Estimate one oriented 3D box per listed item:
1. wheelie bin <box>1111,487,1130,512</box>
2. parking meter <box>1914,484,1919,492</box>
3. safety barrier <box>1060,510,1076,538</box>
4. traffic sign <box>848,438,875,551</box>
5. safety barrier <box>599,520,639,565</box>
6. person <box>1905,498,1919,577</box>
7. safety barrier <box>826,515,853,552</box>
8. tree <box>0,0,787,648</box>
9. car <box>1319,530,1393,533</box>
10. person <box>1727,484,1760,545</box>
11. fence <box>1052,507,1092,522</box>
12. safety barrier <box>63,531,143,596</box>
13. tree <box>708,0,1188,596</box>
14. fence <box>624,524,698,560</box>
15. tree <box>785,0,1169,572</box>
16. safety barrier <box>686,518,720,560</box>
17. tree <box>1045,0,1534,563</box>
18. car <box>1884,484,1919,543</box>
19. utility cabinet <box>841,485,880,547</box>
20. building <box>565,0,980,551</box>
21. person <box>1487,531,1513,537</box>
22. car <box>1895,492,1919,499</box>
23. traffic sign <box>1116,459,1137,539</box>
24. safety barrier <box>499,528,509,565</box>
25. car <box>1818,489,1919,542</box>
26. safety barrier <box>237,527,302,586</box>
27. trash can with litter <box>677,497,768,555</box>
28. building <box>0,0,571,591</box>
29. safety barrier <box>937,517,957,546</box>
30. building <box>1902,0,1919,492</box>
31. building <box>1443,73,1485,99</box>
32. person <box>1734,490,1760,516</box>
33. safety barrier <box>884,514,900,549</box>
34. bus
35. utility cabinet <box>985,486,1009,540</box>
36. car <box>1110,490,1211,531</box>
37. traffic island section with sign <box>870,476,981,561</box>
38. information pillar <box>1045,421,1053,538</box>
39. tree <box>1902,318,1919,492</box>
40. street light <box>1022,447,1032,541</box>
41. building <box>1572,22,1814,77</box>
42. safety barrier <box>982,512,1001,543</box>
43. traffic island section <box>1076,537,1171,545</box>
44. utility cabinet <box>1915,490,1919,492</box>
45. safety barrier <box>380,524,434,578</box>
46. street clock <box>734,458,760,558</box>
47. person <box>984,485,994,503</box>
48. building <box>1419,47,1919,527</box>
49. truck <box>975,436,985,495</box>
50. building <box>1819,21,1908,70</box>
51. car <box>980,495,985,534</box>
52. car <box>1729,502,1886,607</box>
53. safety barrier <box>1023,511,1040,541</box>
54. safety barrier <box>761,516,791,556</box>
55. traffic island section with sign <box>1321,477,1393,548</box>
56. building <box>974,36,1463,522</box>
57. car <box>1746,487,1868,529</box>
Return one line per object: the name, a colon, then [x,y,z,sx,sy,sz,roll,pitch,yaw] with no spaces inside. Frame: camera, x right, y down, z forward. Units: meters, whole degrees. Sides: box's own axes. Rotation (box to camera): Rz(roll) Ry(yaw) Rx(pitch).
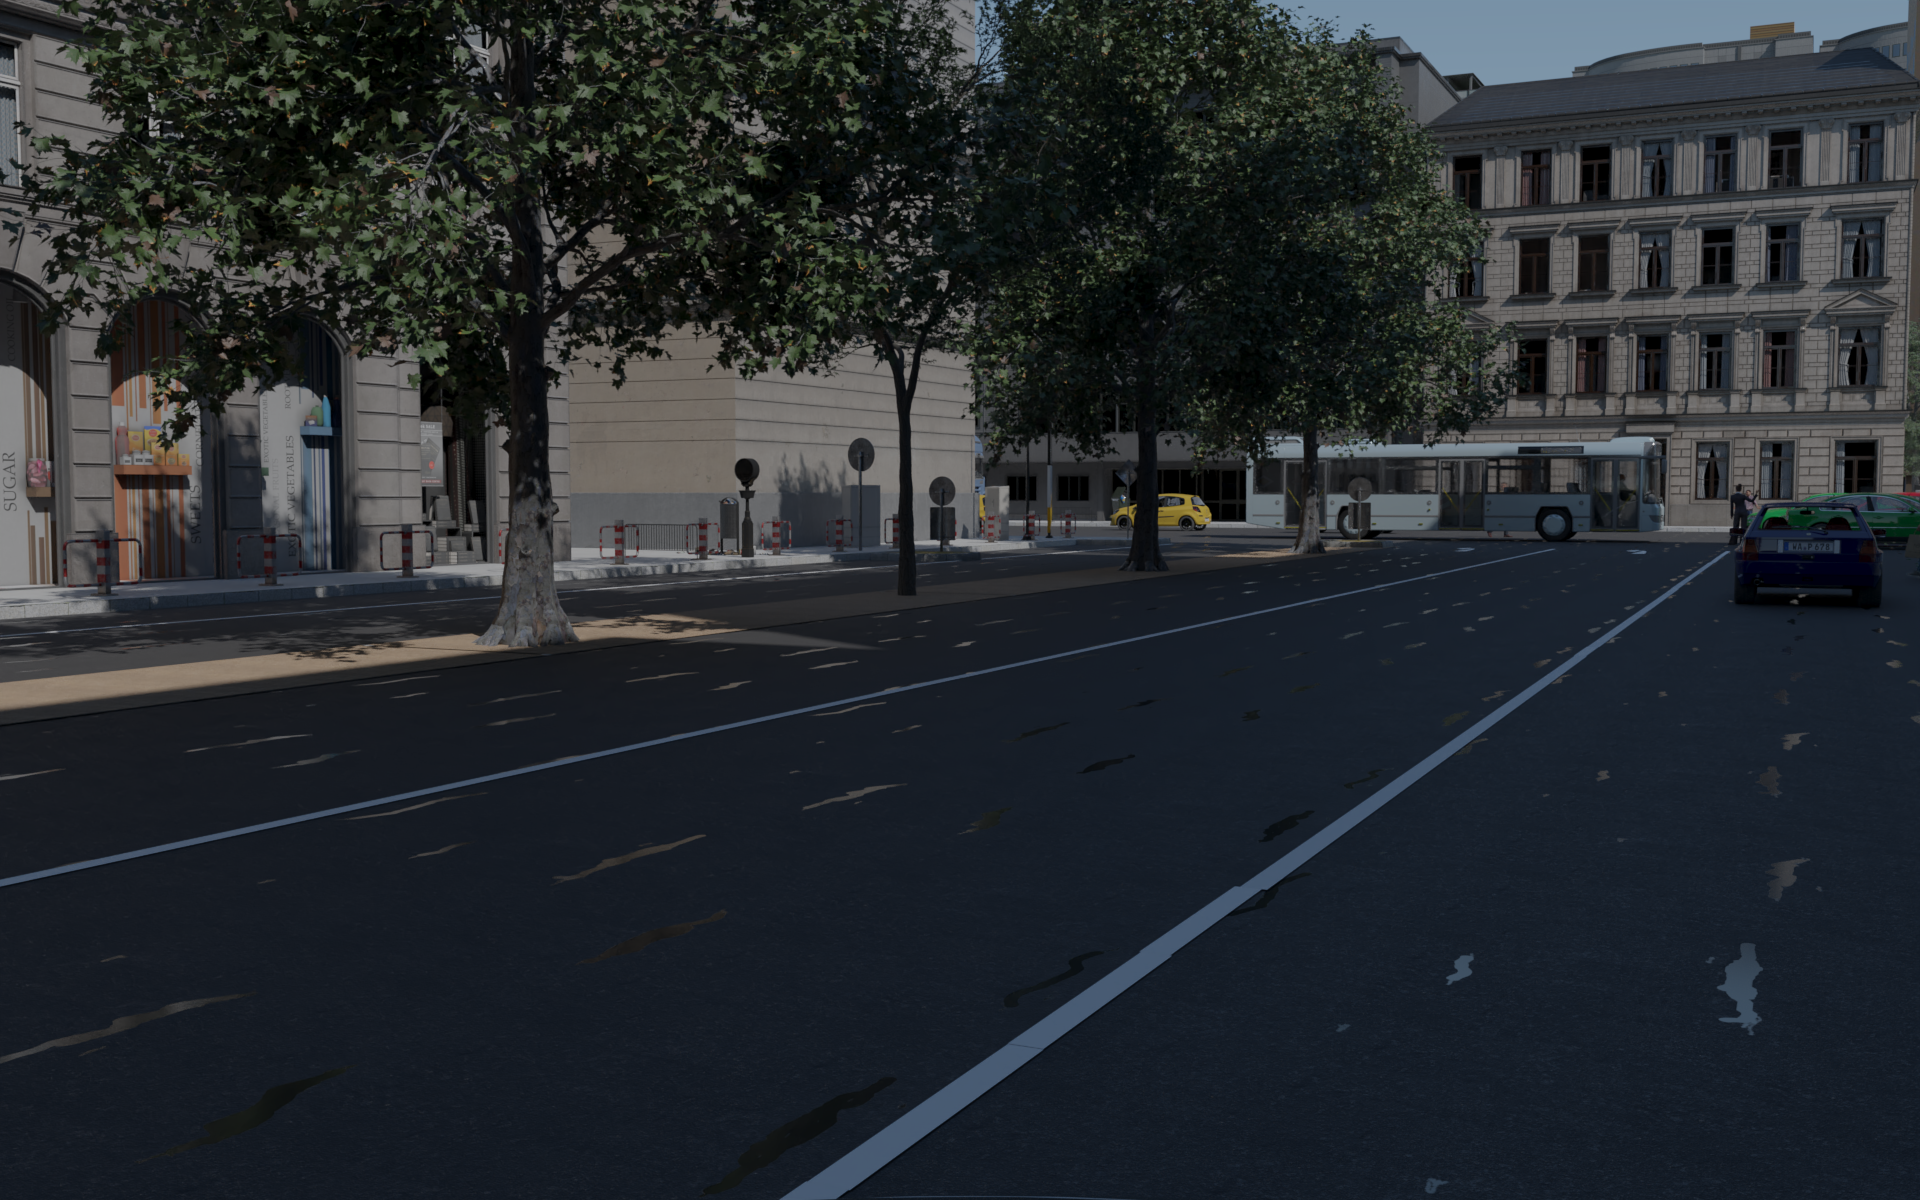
wheelie bin: [7.216,-4.270,77.716,0.693,1.594,0.980,-2,4,-29]
parking meter: [56.762,-5.927,102.614,0.399,1.863,0.255,3,4,38]
safety barrier: [3.143,-2.202,50.278,0.300,0.817,1.120,2,4,26]
traffic sign: [-2.253,-2.385,39.100,0.768,2.556,0.104,2,4,35]
safety barrier: [-6.157,-1.042,31.308,0.300,0.817,1.120,2,4,26]
person: [16.210,-1.253,28.973,0.713,1.824,0.794,3,5,41]
safety barrier: [-2.668,-1.478,38.434,0.300,0.817,1.120,2,4,26]
tree: [-4.068,-5.924,16.331,9.611,12.733,9.660,0,3,0]
car: [14.290,-3.116,63.529,3.894,1.354,1.945,2,4,27]
person: [22.031,-2.409,48.685,0.742,1.727,0.445,0,4,4]
fence: [5.116,-3.893,79.018,2.069,0.683,0.278,2,4,29]
safety barrier: [-10.798,-0.463,21.838,0.300,0.817,1.120,2,4,26]
tree: [-0.570,-5.351,24.362,8.767,10.594,7.601,2,4,26]
fence: [-5.956,-1.166,34.441,2.069,0.683,0.278,2,4,34]
tree: [3.513,-6.881,31.977,9.611,12.733,9.660,0,3,0]
safety barrier: [-4.993,-1.187,33.683,0.300,0.817,1.120,2,4,26]
tree: [8.466,-7.463,41.487,9.611,12.733,9.660,0,3,0]
car: [24.858,-2.379,47.692,4.718,1.807,1.959,2,4,28]
utility cabinet: [-2.399,-2.031,41.878,0.318,1.500,1.173,2,4,34]
building: [-12.148,-16.008,49.121,23.554,28.519,14.401,2,4,26]
person: [17.895,-2.994,57.366,0.836,1.842,0.656,2,4,23]
car: [27.214,-2.553,50.781,4.494,1.783,2.155,2,4,27]
traffic sign: [4.825,-2.816,49.676,0.795,2.450,0.064,2,4,26]
safety barrier: [-7.318,-0.897,28.935,0.300,0.817,1.120,2,4,26]
car: [24.075,-2.232,45.285,4.718,1.807,1.959,2,4,28]
safety barrier: [-9.639,-0.607,24.204,0.300,0.817,1.120,2,4,26]
trash can with litter: [-5.094,-1.580,36.895,2.233,1.210,1.678,3,5,40]
building: [-17.774,-11.186,24.699,13.314,21.916,24.055,2,4,26]
safety barrier: [-0.339,-1.767,43.168,0.300,0.817,1.120,2,4,26]
building: [80.084,-29.494,132.339,14.600,45.320,14.200,2,4,26]
building: [52.637,-29.710,169.348,14.154,41.232,14.086,2,4,26]
person: [28.547,-3.199,62.765,0.963,1.587,0.435,3,4,38]
safety barrier: [-1.504,-1.622,40.797,0.300,0.817,1.120,2,4,26]
bus: [15.724,-3.617,53.998,13.247,3.499,2.948,2,4,25]
utility cabinet: [1.013,-2.416,48.176,0.318,1.500,1.173,-1,4,-19]
car: [7.867,-3.548,68.240,3.980,1.641,2.015,2,4,26]
traffic island section with sign: [-0.634,-1.788,37.859,1.989,1.847,2.006,2,4,26]
information pillar: [2.614,-3.612,50.415,0.183,3.616,0.504,1,4,9]
tree: [67.686,-13.199,122.452,9.857,13.997,8.962,0,3,0]
street light: [2.355,-4.587,47.541,1.470,5.913,1.316,2,4,26]
building: [94.134,-41.745,224.536,28.212,58.520,21.231,2,4,26]
safety barrier: [0.822,-1.912,45.538,0.300,0.817,1.120,2,4,26]
traffic island section: [4.801,-1.680,49.749,2.009,0.180,2.903,2,4,26]
utility cabinet: [55.002,-5.520,98.938,1.173,1.500,0.318,-3,4,-37]
safety barrier: [-8.479,-0.752,26.570,0.300,0.817,1.120,2,4,26]
street clock: [-4.293,-1.859,34.970,0.471,2.002,0.358,2,4,28]
person: [1.119,-3.021,58.712,0.655,1.722,0.431,1,4,11]
building: [29.619,-12.745,73.012,19.286,19.102,10.561,2,4,26]
truck: [-7.234,-5.015,71.750,18.799,4.110,2.967,2,4,26]
building: [119.873,-40.950,211.531,28.212,58.520,21.231,2,4,26]
car: [-0.231,-3.287,63.961,3.980,1.641,2.015,2,4,27]
car: [11.471,-0.666,23.472,1.945,1.354,3.894,2,4,25]
safety barrier: [1.986,-2.057,47.911,0.300,0.817,1.120,2,4,26]
safety barrier: [-3.822,-1.333,36.066,0.300,0.817,1.120,2,4,26]
traffic island section with sign: [10.723,-2.384,47.122,2.006,1.907,1.989,2,4,26]
building: [8.706,-16.339,86.212,30.058,24.678,14.314,2,4,26]
car: [27.898,-2.885,55.967,4.718,1.807,1.959,2,4,27]
